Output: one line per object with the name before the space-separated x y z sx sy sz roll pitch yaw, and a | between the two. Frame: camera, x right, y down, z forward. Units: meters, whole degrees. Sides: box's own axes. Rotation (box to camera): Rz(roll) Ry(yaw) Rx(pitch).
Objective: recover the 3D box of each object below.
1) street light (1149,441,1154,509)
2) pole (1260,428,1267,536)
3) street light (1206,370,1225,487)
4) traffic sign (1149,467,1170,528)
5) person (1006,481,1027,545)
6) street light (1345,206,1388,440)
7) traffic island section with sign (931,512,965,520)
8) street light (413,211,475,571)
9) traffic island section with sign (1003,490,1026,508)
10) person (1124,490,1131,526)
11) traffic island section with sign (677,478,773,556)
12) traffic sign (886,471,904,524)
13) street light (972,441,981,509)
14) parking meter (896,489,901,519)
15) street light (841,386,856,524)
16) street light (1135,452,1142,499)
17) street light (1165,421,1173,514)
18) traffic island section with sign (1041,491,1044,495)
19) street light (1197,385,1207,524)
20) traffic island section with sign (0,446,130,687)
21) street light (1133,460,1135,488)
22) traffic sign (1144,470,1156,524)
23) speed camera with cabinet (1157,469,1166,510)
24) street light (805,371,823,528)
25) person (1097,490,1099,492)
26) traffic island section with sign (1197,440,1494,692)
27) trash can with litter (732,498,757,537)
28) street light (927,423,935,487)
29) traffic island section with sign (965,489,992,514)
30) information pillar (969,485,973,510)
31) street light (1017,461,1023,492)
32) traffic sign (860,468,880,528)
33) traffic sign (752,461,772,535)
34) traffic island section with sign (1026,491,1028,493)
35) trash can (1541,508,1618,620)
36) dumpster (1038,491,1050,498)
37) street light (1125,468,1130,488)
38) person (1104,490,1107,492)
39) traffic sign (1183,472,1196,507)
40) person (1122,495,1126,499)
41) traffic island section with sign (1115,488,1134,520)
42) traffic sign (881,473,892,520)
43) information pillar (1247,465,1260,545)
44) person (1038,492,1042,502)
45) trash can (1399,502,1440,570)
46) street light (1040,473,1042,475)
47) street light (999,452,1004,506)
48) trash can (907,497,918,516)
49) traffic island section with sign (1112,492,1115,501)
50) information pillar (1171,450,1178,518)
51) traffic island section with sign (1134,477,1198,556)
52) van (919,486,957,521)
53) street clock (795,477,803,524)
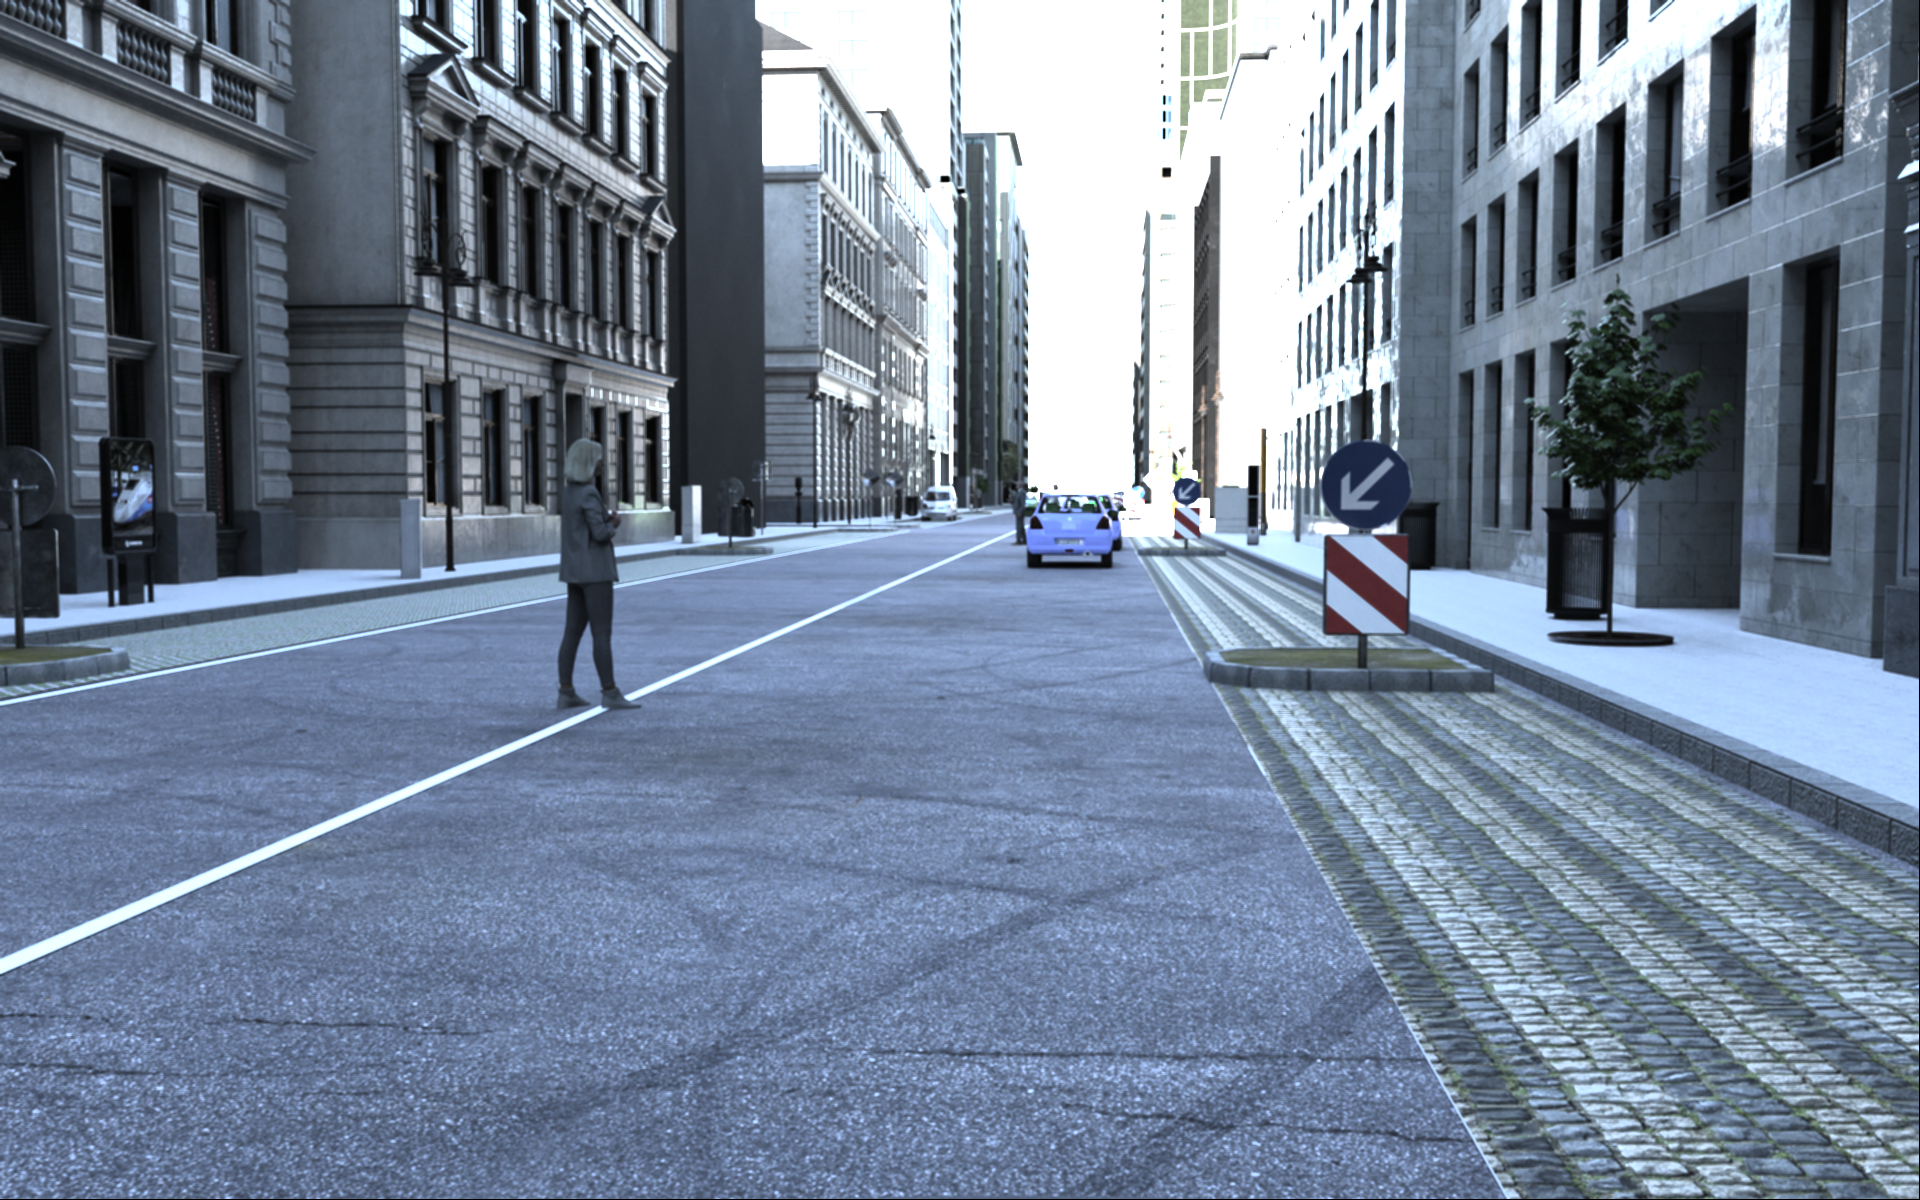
street light | 16.553 -10.807 149.476 0.468 5.910 1.993 0 4 5
pole | 9.391 -3.652 53.558 0.158 3.312 0.155 0 3 0
street light | 9.570 -5.609 64.491 0.468 5.910 1.993 0 4 5
traffic sign | 7.480 -3.757 65.064 0.795 2.450 0.064 0 4 5
person | 1.622 -2.463 48.947 0.590 1.801 0.661 0 4 -8
street light | 6.581 -3.388 28.182 0.468 5.910 1.993 0 4 5
traffic island section with sign | -0.911 -5.392 96.786 1.989 1.847 2.006 0 4 5
street light | -8.492 -3.418 28.673 0.468 5.910 1.993 0 4 5
traffic island section with sign | 5.329 -10.042 172.817 1.989 1.847 2.006 0 4 5
person | 7.481 -4.088 77.148 0.330 1.601 0.589 2 4 24
traffic island section with sign | -5.499 -1.983 41.053 1.989 1.847 2.006 0 4 5
traffic sign | -2.771 -4.299 73.937 0.795 2.450 0.064 0 4 5
street light | 1.561 -10.873 150.568 0.468 5.910 1.993 0 4 5
parking meter | -3.182 -4.893 88.404 0.372 1.533 0.369 0 3 0
street light | -4.761 -6.207 74.272 0.468 5.910 1.993 0 4 5
street light | 19.407 -13.053 186.203 0.468 5.910 1.993 0 4 5
street light | 13.257 -8.379 109.778 0.468 5.910 1.993 0 4 5
traffic island section with sign | 14.387 -16.773 282.860 1.989 1.847 2.006 0 4 5
street light | 10.298 -6.159 73.480 0.468 5.910 1.993 0 4 5
traffic island section with sign | -7.758 -0.305 13.613 1.989 1.847 2.006 0 4 5
street light | 22.567 -15.315 223.182 0.468 5.910 1.993 0 4 5
traffic sign | 8.135 -4.243 73.023 0.795 2.450 0.064 0 4 5
speed camera with cabinet | 16.036 -8.719 136.889 0.660 3.252 2.038 1 4 18
street light | -5.468 -5.650 65.159 0.468 5.910 1.993 0 4 5
person | 14.891 -10.966 187.654 0.709 1.838 0.599 2 4 23
traffic island section with sign | 2.922 -0.294 13.438 1.989 1.847 2.006 0 4 5
trash can with litter | -6.408 -2.457 51.554 0.624 1.170 1.055 0 4 4
street light | -1.785 -8.456 111.051 0.468 5.910 1.993 0 4 5
traffic island section with sign | 1.277 -7.035 123.653 1.989 1.847 2.006 0 4 5
information pillar | 0.904 -8.218 138.854 0.304 2.012 0.304 -1 4 -11
street light | 8.319 -15.942 233.439 0.468 5.910 1.993 0 4 5
traffic sign | -3.426 -3.813 65.979 0.795 2.450 0.064 0 4 5
traffic sign | -6.120 -3.143 53.520 0.606 2.300 0.079 0 4 7
traffic island section with sign | 7.561 -11.701 199.938 1.989 1.847 2.006 0 4 5
trash can | 6.357 -0.377 17.812 0.748 1.137 0.748 0 3 0
dumpster | 12.795 -15.504 261.702 1.865 1.857 1.264 0 4 6
street light | 26.402 -18.154 269.610 0.468 5.910 1.993 0 4 5
person | 12.810 -8.814 152.606 0.705 1.824 1.348 -1 4 -16
traffic sign | 10.331 -4.642 78.024 0.606 2.300 0.079 1 4 9
person | 16.197 -9.751 168.641 0.721 1.743 1.217 -2 4 -33
traffic island section with sign | 9.650 -5.290 95.114 1.989 1.847 2.006 0 4 5
traffic sign | -3.564 -5.031 84.386 0.606 2.300 0.079 1 4 13
information pillar | 7.376 -2.388 43.542 0.304 2.012 0.304 1 4 12
person | 11.683 -14.835 251.856 0.445 1.727 0.742 3 4 37
trash can | 7.788 -1.091 29.488 0.748 1.137 0.748 0 3 0
street light | 14.279 -20.392 306.198 0.468 5.910 1.993 0 4 5
street light | 4.442 -13.123 187.343 0.468 5.910 1.993 0 4 5
trash can | -2.772 -5.465 101.002 0.748 1.137 0.748 0 3 0
traffic island section with sign | 11.866 -6.933 121.979 1.989 1.847 2.006 0 4 5
information pillar | 11.497 -6.194 92.624 0.183 3.616 0.504 3 4 36
traffic island section with sign | 5.163 -1.952 40.543 1.989 1.847 2.006 0 4 5
van | -1.100 -5.180 91.707 2.013 2.044 4.112 0 4 4
street clock | -6.977 -4.304 74.948 0.358 2.002 0.471 0 4 4
